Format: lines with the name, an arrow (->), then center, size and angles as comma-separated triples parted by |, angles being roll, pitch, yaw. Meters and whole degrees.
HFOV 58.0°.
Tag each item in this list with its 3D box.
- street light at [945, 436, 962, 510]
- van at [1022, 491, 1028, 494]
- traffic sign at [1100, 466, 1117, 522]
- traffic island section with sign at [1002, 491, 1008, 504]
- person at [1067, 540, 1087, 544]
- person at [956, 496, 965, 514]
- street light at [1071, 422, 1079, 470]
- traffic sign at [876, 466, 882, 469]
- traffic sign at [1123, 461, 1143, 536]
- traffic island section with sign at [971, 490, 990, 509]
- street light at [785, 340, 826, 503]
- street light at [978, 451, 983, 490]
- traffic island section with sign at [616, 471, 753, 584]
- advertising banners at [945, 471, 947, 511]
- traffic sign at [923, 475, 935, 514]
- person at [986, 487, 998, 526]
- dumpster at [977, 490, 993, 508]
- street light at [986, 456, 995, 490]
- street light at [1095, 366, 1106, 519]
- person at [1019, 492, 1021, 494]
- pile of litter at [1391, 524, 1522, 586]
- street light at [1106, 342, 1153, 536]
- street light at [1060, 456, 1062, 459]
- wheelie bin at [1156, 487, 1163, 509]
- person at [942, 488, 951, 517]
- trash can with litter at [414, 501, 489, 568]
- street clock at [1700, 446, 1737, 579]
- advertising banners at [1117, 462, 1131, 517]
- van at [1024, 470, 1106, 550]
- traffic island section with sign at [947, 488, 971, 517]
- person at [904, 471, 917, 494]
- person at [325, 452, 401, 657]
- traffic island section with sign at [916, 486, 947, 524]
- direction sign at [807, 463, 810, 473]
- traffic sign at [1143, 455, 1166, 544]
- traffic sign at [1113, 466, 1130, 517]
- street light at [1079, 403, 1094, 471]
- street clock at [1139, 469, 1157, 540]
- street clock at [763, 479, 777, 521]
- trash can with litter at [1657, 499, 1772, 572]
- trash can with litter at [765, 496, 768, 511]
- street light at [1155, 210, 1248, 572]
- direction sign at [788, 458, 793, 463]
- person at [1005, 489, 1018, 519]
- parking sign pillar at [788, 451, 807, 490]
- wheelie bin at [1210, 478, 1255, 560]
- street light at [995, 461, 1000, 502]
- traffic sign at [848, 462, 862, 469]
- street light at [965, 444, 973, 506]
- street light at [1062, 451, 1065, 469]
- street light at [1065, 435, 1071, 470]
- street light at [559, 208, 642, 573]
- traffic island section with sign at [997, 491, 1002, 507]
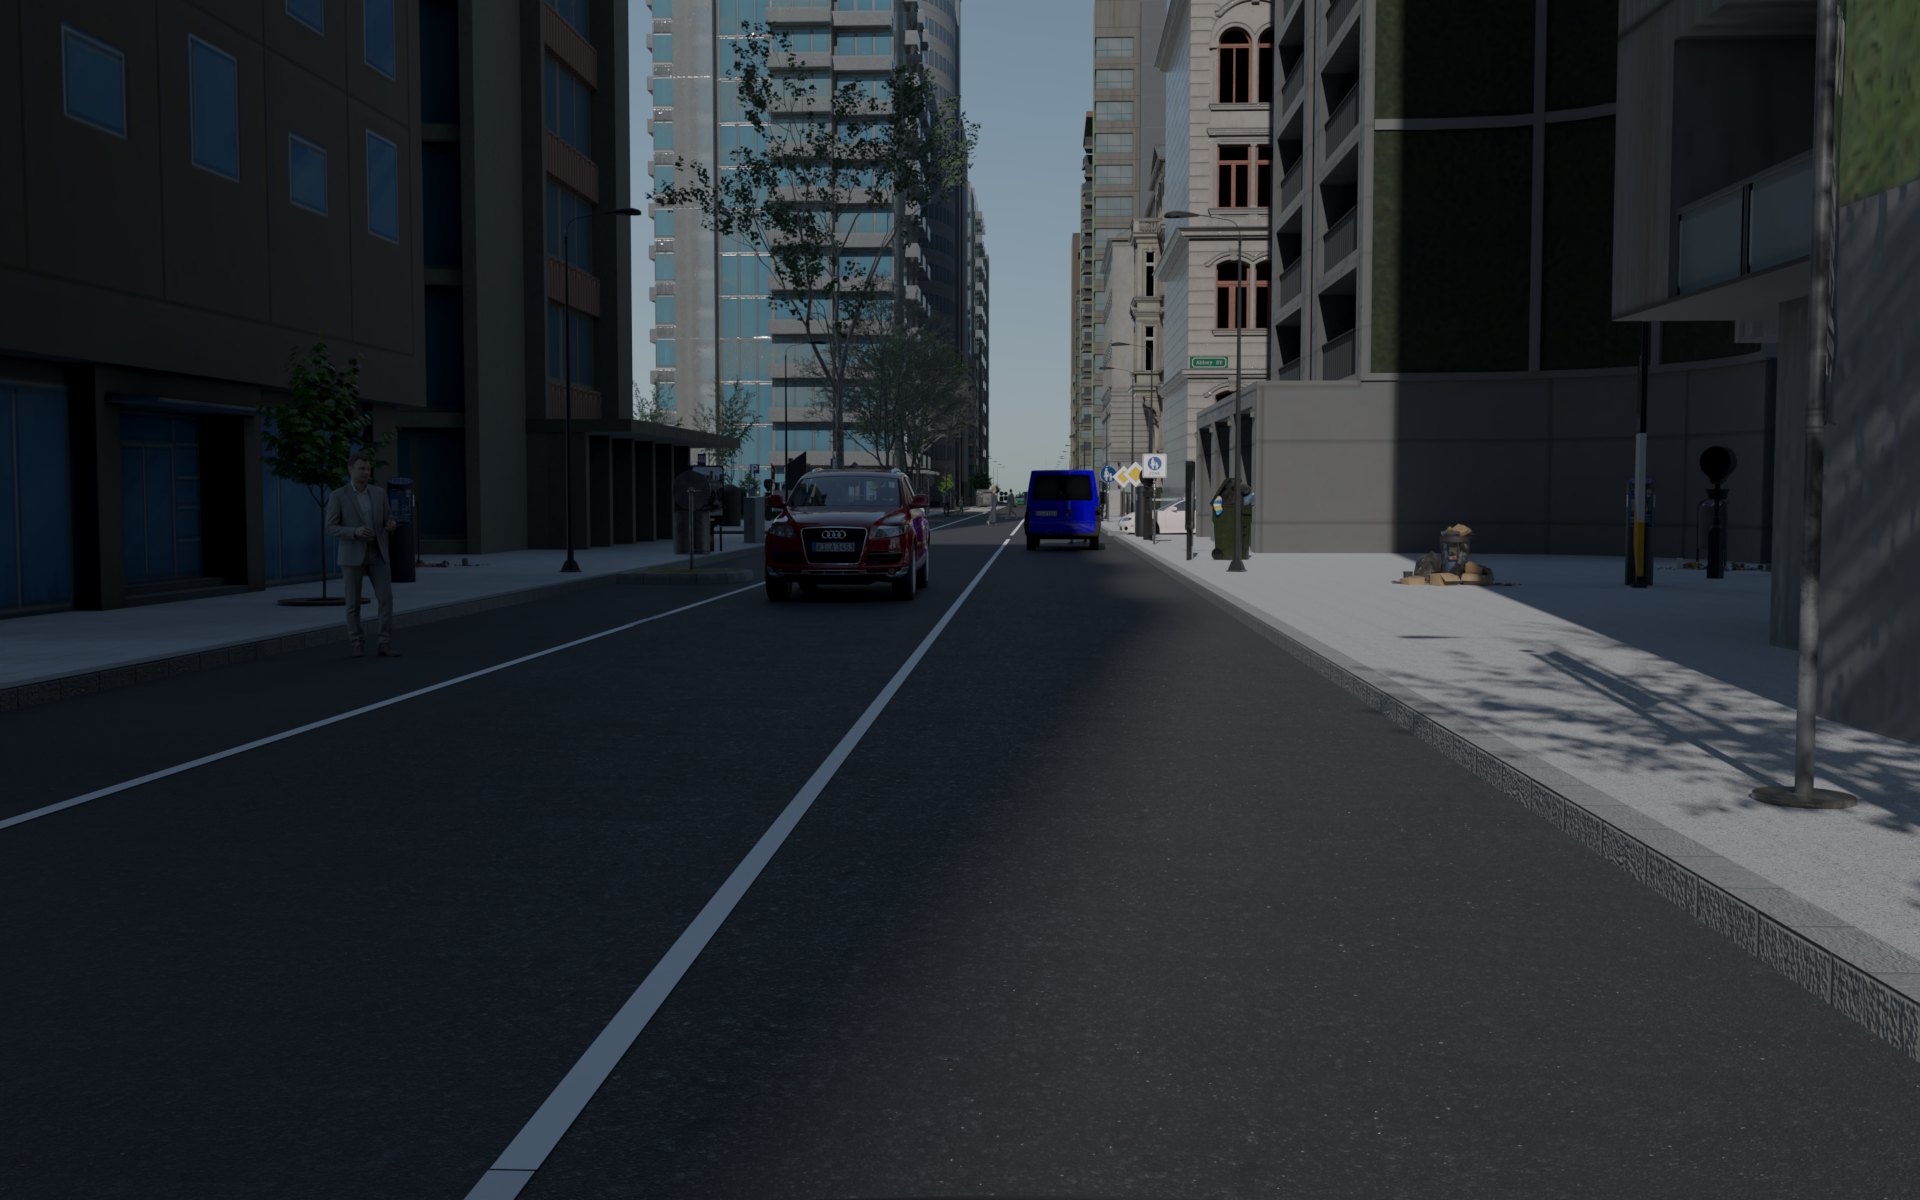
street light -> -0.560, -10.121, 138.021 | 1.470, 5.913, 1.316 | 0, 4, 3
van -> 9.817, -15.135, 254.460 | 2.013, 2.044, 4.112 | 0, 4, 2
traffic sign -> 6.727, -4.798, 78.553 | 0.768, 2.556, 0.104 | 0, 4, 6
traffic island section with sign -> 5.909, -14.346, 243.184 | 1.989, 1.847, 2.006 | 0, 4, 3
person -> 3.306, -2.515, 49.712 | 0.616, 1.811, 0.778 | 3, 5, 43
person -> 0.043, -6.229, 114.586 | 0.590, 1.304, 0.306 | 1, 4, 19
street light -> 8.095, -8.533, 112.053 | 1.470, 5.913, 1.316 | 0, 4, 3
traffic sign -> -2.866, -3.539, 61.501 | 0.795, 2.450, 0.064 | 0, 4, 3
traffic sign -> 5.380, -3.024, 53.088 | 0.795, 2.450, 0.064 | 0, 4, 3
traffic island section with sign -> 1.914, -9.318, 160.984 | 1.989, 1.847, 2.006 | 0, 4, 3
street light -> -4.732, -4.891, 52.504 | 1.470, 5.913, 1.316 | 0, 4, 3
street light -> 1.746, -13.099, 186.712 | 1.470, 5.913, 1.316 | 0, 4, 3
traffic island section with sign -> -4.489, -1.226, 28.667 | 1.989, 1.847, 2.006 | 0, 4, 3
advertising banners -> -1.011, -8.169, 129.748 | 0.090, 3.025, 2.074 | 0, 4, 7
traffic sign -> -2.045, -6.945, 113.650 | 0.768, 2.556, 0.104 | 1, 4, 10
person -> 1.476, -4.270, 78.738 | 0.534, 1.772, 0.576 | -1, 4, -15
dumpster -> 2.531, -9.758, 167.763 | 1.865, 1.857, 1.264 | 0, 4, 2
street light -> 3.415, -15.201, 221.078 | 1.470, 5.913, 1.316 | 0, 4, 3
street light -> 5.743, -5.538, 63.090 | 1.470, 5.913, 1.316 | 0, 4, 3
person -> 8.601, -14.598, 247.625 | 0.683, 1.767, 0.568 | 2, 4, 28
pile of litter -> 7.044, -0.647, 24.544 | 1.719, 0.858, 1.176 | 2, 4, 33
street light -> 5.315, -4.924, 53.041 | 1.470, 5.913, 1.316 | 0, 4, 3
street light -> 11.785, -13.156, 187.638 | 1.470, 5.913, 1.316 | 0, 4, 3
wheelie bin -> 8.815, -4.315, 78.457 | 0.980, 1.594, 0.693 | 0, 4, -5
person -> -0.856, -6.172, 109.600 | 0.592, 1.802, 0.473 | -3, 4, -38
trash can with litter -> -9.359, -1.186, 30.444 | 2.233, 1.210, 1.678 | -2, 4, -29
street clock -> 11.457, -1.324, 26.216 | 0.358, 2.002, 0.471 | -3, 5, -43
advertising banners -> 9.055, -6.098, 95.891 | 0.090, 3.025, 2.074 | 2, 4, 25
van -> 2.747, -2.533, 45.799 | 2.240, 2.365, 5.245 | 0, 4, 4
traffic island section with sign -> -0.495, -6.269, 111.126 | 1.989, 1.847, 2.006 | 0, 4, 3
person -> -0.912, -1.276, 29.463 | 0.850, 1.850, 0.679 | -2, 4, -30
person -> -5.201, -0.397, 15.190 | 0.583, 1.804, 0.606 | 3, 5, 44
traffic island section with sign -> -1.795, -4.618, 84.135 | 1.989, 1.847, 2.006 | 0, 4, 3
direction sign -> -11.223, -8.339, 128.335 | 0.379, 3.537, 0.876 | 1, 4, 10
traffic sign -> 4.959, -2.572, 44.175 | 0.606, 2.300, 0.079 | 1, 4, 9
traffic sign -> 5.767, -3.512, 61.063 | 0.795, 2.450, 0.064 | 0, 4, 3
street light -> 6.915, -7.063, 88.014 | 1.470, 5.913, 1.316 | 0, 4, 3
street clock -> 5.240, -2.674, 48.297 | 0.471, 2.002, 0.358 | -2, 4, -32
street clock -> -9.152, -4.777, 82.679 | 0.358, 2.002, 0.471 | 2, 4, 28
trash can with litter -> 12.942, -1.103, 29.091 | 1.678, 1.210, 2.233 | -3, 4, -37
trash can with litter -> -9.958, -4.940, 91.821 | 1.678, 1.210, 2.233 | 2, 4, 33
street light -> 4.039, -3.423, 28.513 | 1.470, 5.913, 1.316 | 0, 4, 3
direction sign -> -10.461, -7.167, 109.182 | 0.876, 3.537, 0.379 | -3, 5, -42
person -> 2.955, -5.497, 99.121 | 0.760, 1.731, 0.466 | 1, 4, 18
parking sign pillar -> -10.207, -7.287, 107.620 | 1.447, 3.967, 1.447 | -1, 4, -21
wheelie bin -> 5.332, -1.580, 33.746 | 0.693, 1.594, 0.980 | 3, 4, 37
street light -> 4.569, -16.684, 245.328 | 1.470, 5.913, 1.316 | 0, 4, 3
traffic sign -> -3.253, -3.051, 53.525 | 0.795, 2.450, 0.064 | 0, 4, 3
street light -> 0.560, -11.592, 162.063 | 1.470, 5.913, 1.316 | 0, 4, 3
street light -> 10.615, -11.686, 163.598 | 1.470, 5.913, 1.316 | 0, 4, 3
street light -> 9.455, -10.215, 139.559 | 1.470, 5.913, 1.316 | 0, 4, 3
street light -> -5.864, -3.409, 28.273 | 1.470, 5.913, 1.316 | 0, 4, 3
traffic island section with sign -> 3.255, -10.997, 188.431 | 1.989, 1.847, 2.006 | 0, 4, 3
